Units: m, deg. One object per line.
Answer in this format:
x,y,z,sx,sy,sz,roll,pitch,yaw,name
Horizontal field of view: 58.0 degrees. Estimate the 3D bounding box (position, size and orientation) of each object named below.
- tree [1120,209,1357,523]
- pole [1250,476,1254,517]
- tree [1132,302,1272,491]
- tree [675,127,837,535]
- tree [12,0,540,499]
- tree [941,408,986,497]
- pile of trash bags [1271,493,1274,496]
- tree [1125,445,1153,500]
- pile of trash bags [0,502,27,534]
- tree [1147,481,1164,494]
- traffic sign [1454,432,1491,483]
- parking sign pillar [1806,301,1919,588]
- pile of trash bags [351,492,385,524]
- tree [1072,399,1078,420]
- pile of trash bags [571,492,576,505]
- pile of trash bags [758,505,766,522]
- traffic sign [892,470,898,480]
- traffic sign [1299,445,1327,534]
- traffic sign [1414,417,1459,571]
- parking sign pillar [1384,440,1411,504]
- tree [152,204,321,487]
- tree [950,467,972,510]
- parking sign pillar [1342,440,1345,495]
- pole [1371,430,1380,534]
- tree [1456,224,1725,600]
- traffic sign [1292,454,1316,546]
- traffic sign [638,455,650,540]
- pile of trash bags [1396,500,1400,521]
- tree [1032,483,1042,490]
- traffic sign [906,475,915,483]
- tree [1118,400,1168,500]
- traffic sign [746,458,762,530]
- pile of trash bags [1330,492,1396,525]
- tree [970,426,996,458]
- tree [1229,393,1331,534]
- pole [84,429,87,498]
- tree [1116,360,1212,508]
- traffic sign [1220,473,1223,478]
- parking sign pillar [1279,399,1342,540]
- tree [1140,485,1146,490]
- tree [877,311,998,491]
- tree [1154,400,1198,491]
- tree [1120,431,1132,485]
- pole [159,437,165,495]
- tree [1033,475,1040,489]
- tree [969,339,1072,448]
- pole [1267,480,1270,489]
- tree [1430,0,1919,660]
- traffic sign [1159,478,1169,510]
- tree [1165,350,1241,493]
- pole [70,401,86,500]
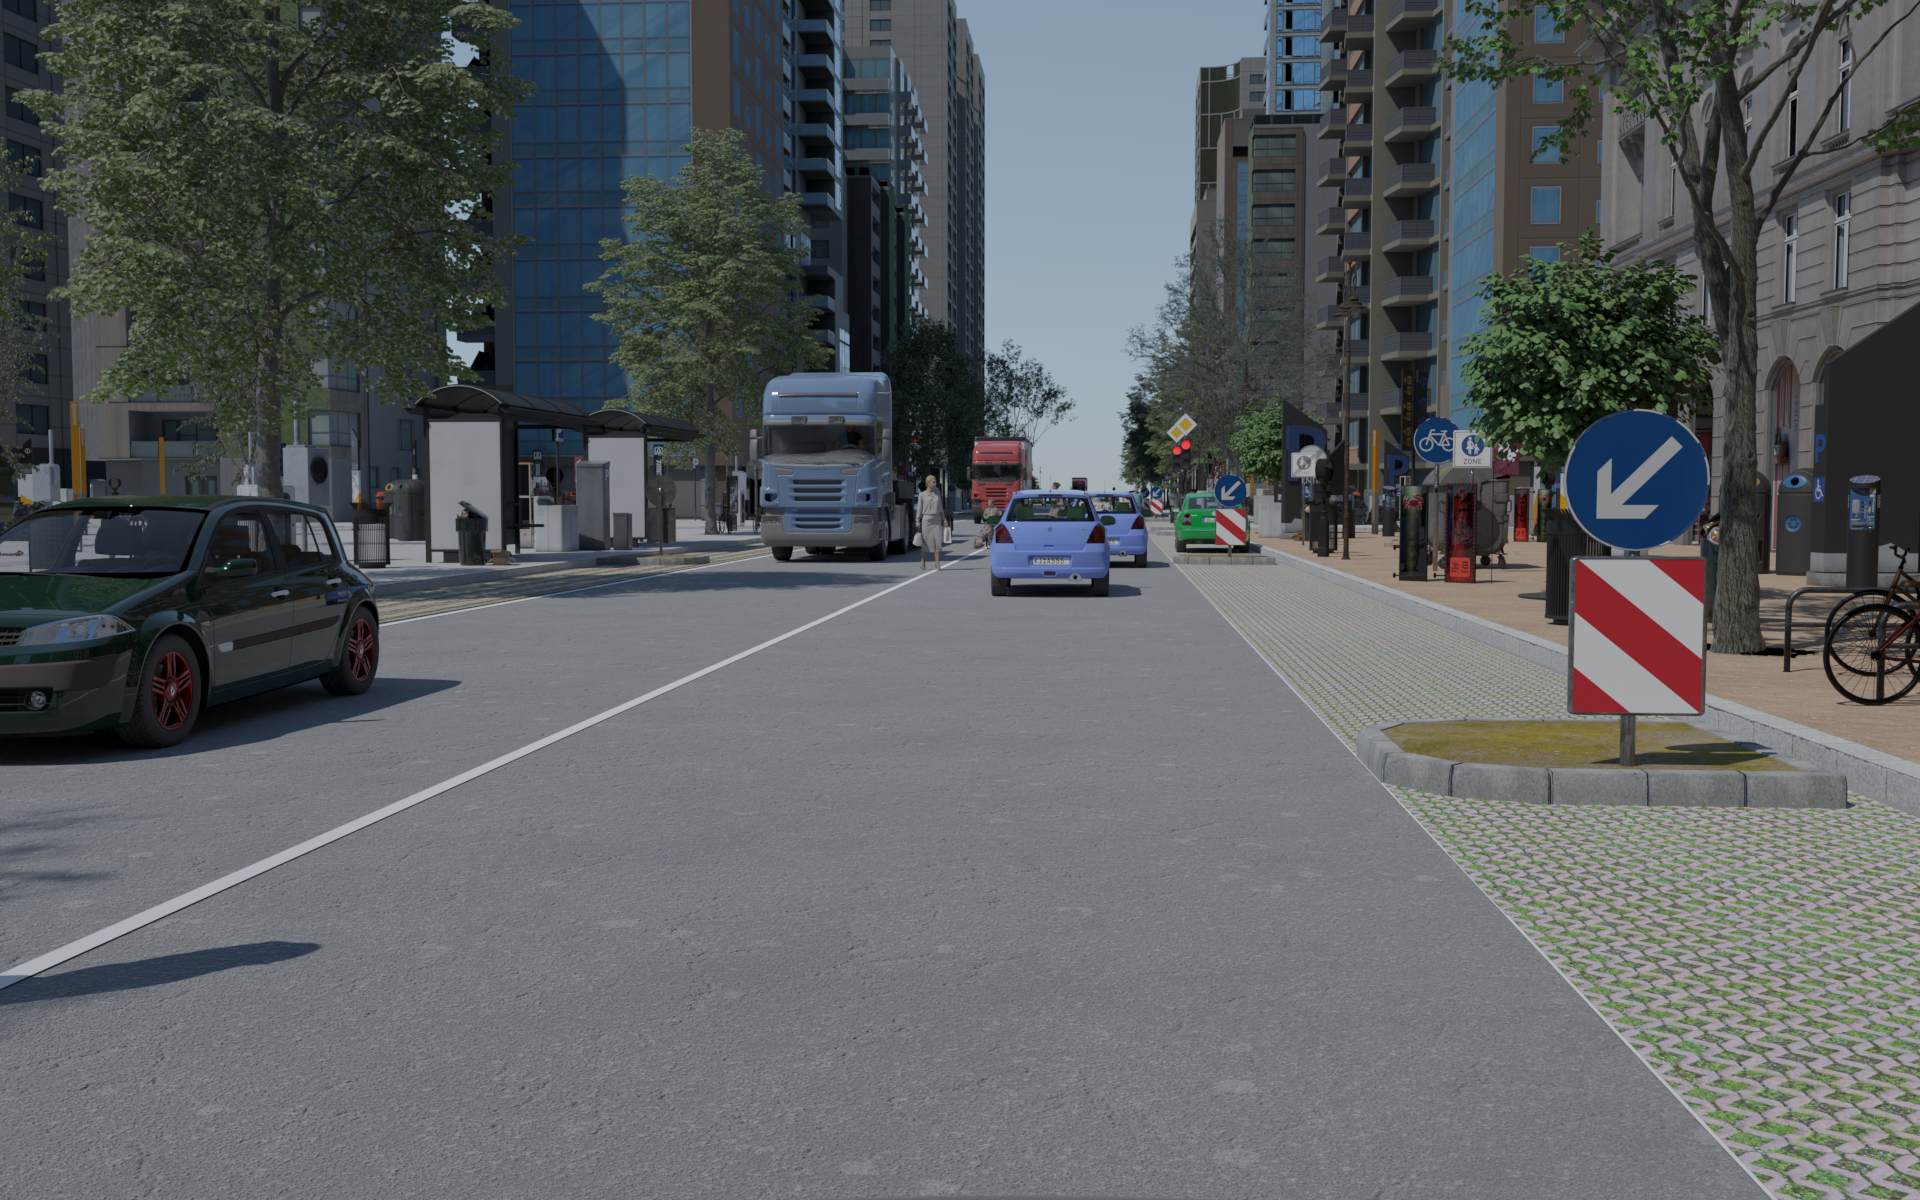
11.991,-10.109,75.646,12.009,13.543,11.850,0,3,0,tree
16.456,-6.341,97.514,0.158,3.312,0.155,0,3,0,pole
14.753,-11.268,102.359,7.486,12.596,7.792,0,3,0,tree
-7.704,-8.292,53.697,7.486,12.596,7.792,0,3,0,tree
-9.548,-6.499,24.387,7.486,12.596,7.792,0,3,0,tree
-0.157,-10.970,129.720,4.737,8.622,4.395,0,3,0,tree
17.378,-5.046,92.250,3.447,1.369,1.912,-3,5,-40,pile of trash bags
31.040,-21.795,290.759,7.601,10.594,8.767,3,5,41,tree
-26.234,-2.308,47.484,1.912,1.369,3.447,3,5,43,pile of trash bags
22.039,-11.983,190.521,1.663,3.219,1.824,0,3,0,tree
8.241,-1.577,27.909,0.606,2.300,0.079,0,4,6,traffic sign
12.683,-2.186,24.206,1.447,3.967,1.447,0,4,3,parking sign pillar
-24.823,-3.921,73.865,1.912,1.369,3.447,-2,4,-25,pile of trash bags
10.316,-23.400,238.471,12.611,20.169,13.585,0,3,0,tree
-19.594,-4.394,81.587,3.447,1.369,1.912,-1,4,-19,pile of trash bags
-8.096,-4.223,78.799,1.912,1.369,3.447,-1,4,-19,pile of trash bags
-3.644,-5.713,93.409,0.884,2.594,0.081,1,4,10,traffic sign
9.186,-2.763,45.275,0.768,2.556,0.104,1,4,11,traffic sign
7.903,-1.750,28.725,0.768,2.556,0.104,1,4,11,traffic sign
21.692,-5.955,85.841,1.447,3.967,1.447,-1,4,-10,parking sign pillar
-17.587,-5.631,42.430,4.360,8.622,3.978,0,3,0,tree
0.278,-9.569,140.174,4.285,4.588,4.351,0,3,0,tree
18.406,-5.929,85.410,1.447,3.967,1.447,-3,5,-41,parking sign pillar
13.198,-3.740,54.987,0.158,3.312,0.155,0,3,0,pole
7.592,-2.289,21.135,4.285,4.588,4.351,0,3,0,tree
8.551,-2.506,43.096,0.606,2.300,0.079,1,4,14,traffic sign
-8.993,-2.943,48.219,0.768,2.556,0.104,0,4,7,traffic sign
20.227,-4.446,82.437,3.447,1.369,1.912,0,4,6,pile of trash bags
13.357,-18.398,295.415,1.663,3.219,1.824,0,3,0,tree
-3.427,-7.095,116.105,0.768,2.556,0.104,1,4,14,traffic sign
23.859,-17.835,208.607,9.611,12.733,9.660,0,3,0,tree
-7.138,-3.700,60.606,0.768,2.556,0.104,1,4,11,traffic sign
15.956,-3.797,71.840,3.447,1.369,1.912,-2,4,-24,pile of trash bags
2.850,-13.933,178.173,4.360,8.622,3.978,0,3,0,tree
10.416,-4.441,56.325,4.285,4.588,4.351,0,3,0,tree
-27.303,-3.673,53.903,0.158,3.312,0.155,0,3,0,pole
19.029,-15.311,156.989,9.857,13.997,8.962,0,3,0,tree
14.146,-5.826,95.361,0.768,2.556,0.104,1,4,9,traffic sign
9.839,-3.719,49.285,1.447,3.967,1.447,0,4,-6,parking sign pillar
29.021,-16.953,271.774,1.663,3.219,1.824,0,3,0,tree
-2.139,-11.734,108.860,9.611,12.733,9.660,0,3,0,tree
16.784,-11.116,132.115,4.737,8.622,4.395,0,3,0,tree
27.266,-20.875,259.424,7.486,12.596,7.792,0,3,0,tree
-28.742,-4.195,62.438,0.158,3.312,0.155,0,3,0,pole
10.376,-16.916,260.289,4.285,4.588,4.351,0,3,0,tree
6.622,-21.596,208.975,12.611,20.169,13.585,0,3,0,tree
21.432,-7.743,120.441,0.158,3.312,0.155,0,3,0,pole
6.135,-5.382,13.746,9.928,11.665,9.643,0,3,0,tree
16.382,-8.497,139.034,0.768,2.556,0.104,1,4,12,traffic sign
12.227,-8.252,85.282,4.360,8.622,3.978,0,3,0,tree
-19.521,-2.717,38.268,0.158,3.312,0.155,0,3,0,pole
